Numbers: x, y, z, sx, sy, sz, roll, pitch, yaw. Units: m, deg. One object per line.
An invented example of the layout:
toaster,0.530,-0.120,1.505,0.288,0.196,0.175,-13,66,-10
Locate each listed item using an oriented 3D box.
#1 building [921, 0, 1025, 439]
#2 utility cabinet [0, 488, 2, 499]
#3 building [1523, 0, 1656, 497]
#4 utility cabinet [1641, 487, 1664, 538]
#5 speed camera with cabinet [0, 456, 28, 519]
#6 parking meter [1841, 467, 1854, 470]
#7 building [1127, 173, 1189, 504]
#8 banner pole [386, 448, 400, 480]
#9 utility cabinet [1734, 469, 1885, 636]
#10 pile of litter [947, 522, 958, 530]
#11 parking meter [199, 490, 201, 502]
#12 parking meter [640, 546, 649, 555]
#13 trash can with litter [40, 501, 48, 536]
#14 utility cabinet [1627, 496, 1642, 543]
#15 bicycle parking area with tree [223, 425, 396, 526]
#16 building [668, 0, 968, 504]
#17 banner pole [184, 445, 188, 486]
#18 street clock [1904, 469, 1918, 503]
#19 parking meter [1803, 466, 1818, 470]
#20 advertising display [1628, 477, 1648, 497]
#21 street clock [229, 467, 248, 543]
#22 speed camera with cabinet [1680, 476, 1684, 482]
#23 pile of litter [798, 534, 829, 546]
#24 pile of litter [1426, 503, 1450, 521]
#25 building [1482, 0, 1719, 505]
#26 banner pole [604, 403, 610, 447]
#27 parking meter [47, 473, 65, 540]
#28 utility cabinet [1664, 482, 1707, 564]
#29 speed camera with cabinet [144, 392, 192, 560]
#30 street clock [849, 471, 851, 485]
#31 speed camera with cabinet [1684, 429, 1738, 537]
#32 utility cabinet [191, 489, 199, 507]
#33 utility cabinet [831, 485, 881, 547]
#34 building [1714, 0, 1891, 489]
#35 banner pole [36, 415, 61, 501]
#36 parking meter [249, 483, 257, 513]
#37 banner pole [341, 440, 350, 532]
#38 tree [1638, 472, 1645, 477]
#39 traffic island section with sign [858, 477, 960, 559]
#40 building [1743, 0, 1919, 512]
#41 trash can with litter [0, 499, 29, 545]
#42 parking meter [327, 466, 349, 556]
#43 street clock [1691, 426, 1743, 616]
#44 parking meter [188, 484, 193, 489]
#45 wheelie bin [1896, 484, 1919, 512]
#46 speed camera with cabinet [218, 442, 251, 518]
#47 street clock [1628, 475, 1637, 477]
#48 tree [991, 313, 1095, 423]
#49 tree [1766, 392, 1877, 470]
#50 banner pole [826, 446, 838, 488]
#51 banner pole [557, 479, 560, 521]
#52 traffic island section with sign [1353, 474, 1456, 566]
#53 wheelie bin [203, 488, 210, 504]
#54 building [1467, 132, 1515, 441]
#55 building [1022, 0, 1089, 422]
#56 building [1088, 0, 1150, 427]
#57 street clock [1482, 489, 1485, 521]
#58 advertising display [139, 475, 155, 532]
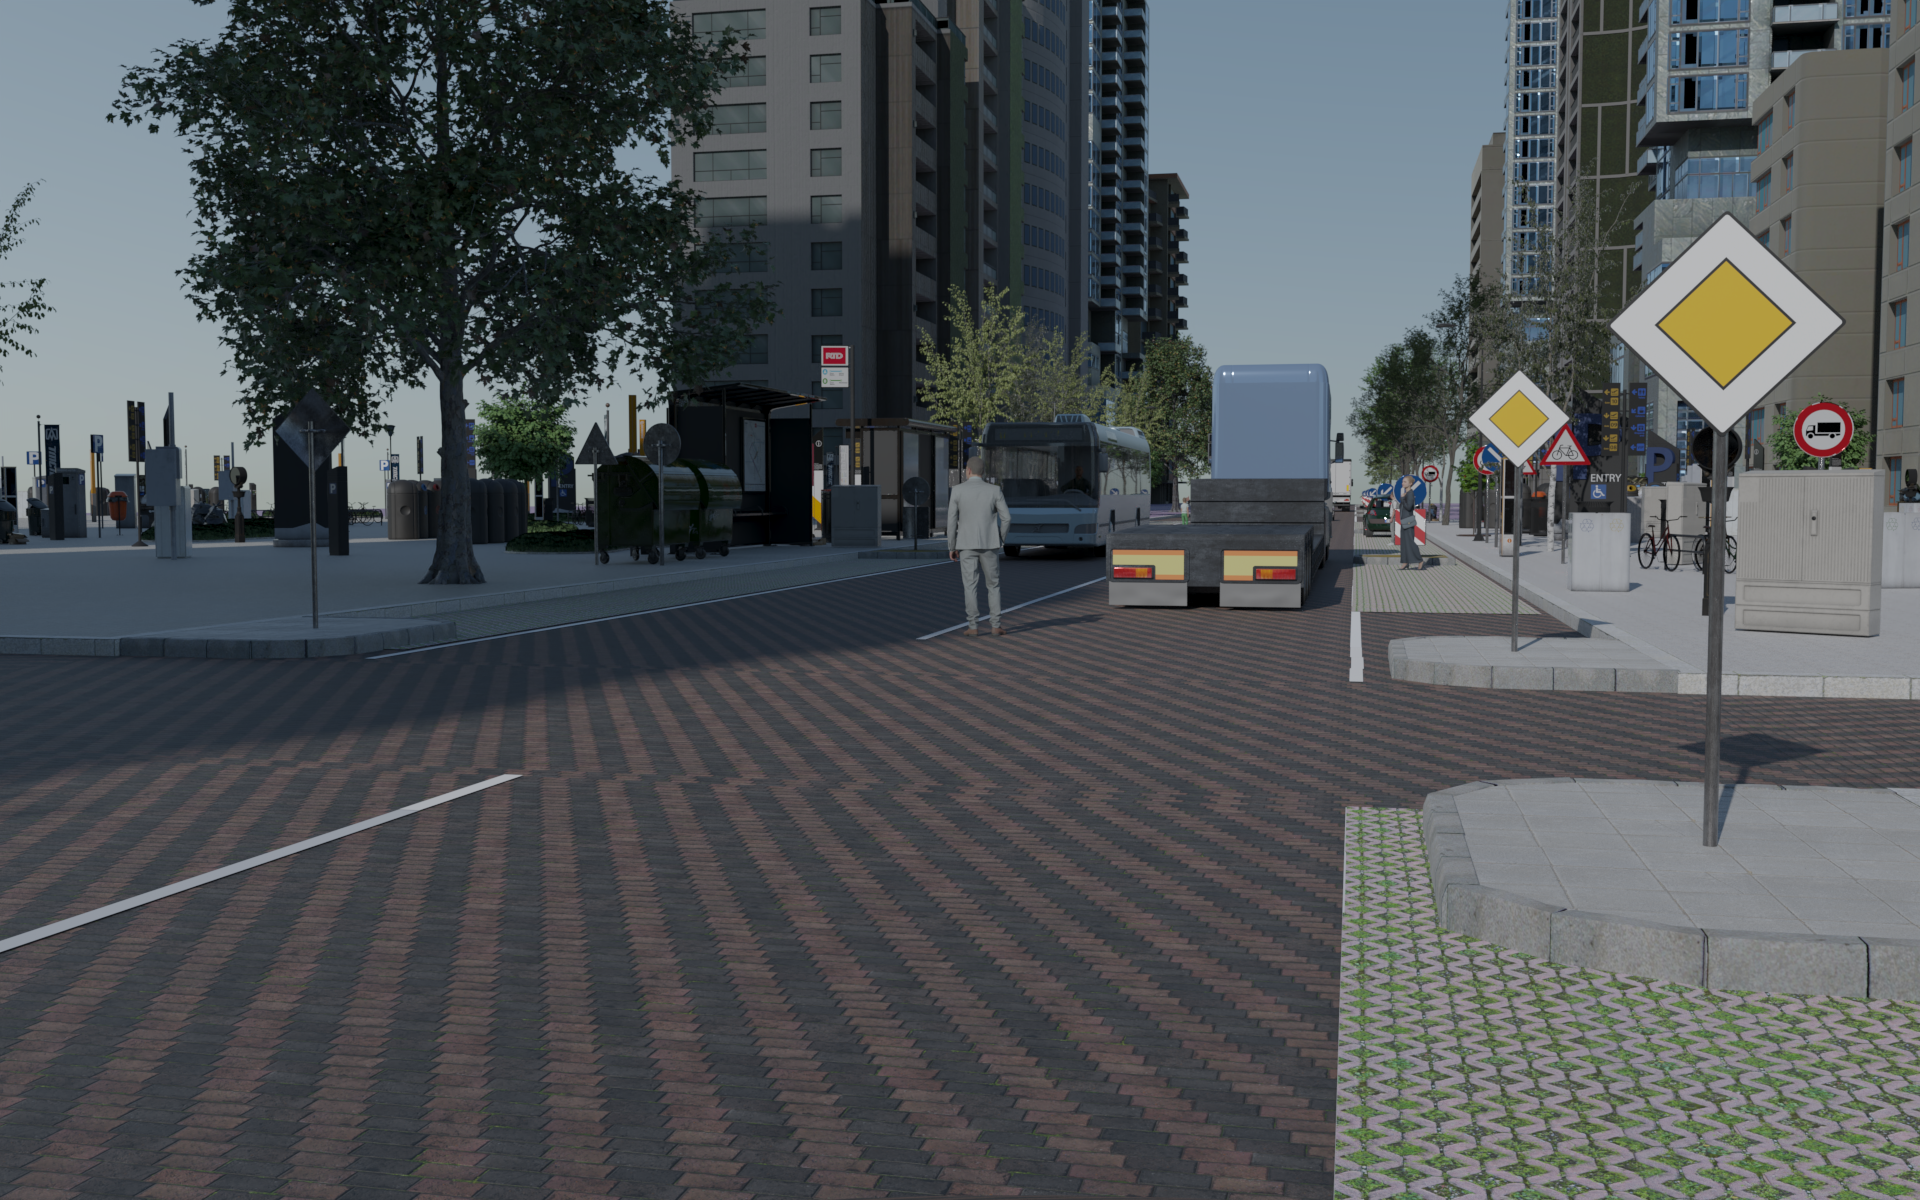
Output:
building,-3.886,-26.413,115.444,14.154,41.232,14.086,1,4,13
utility cabinet,-34.887,-3.307,62.750,0.318,1.500,1.173,3,5,43
building,55.944,-42.575,134.345,20.563,71.187,20.611,1,4,13
utility cabinet,20.474,-2.552,50.397,1.173,1.500,0.318,0,4,5
speed camera with cabinet,-49.117,-5.874,90.381,2.038,3.252,0.660,0,4,-5
parking meter,19.089,-1.944,37.490,0.399,1.863,0.255,0,4,6
building,18.839,-35.342,232.459,22.147,44.769,28.867,1,4,13
banner pole,-31.090,-6.414,94.893,0.863,3.779,0.401,0,4,-3
utility cabinet,7.767,-0.440,15.869,0.318,1.500,1.173,-3,5,-44
pile of litter,-0.748,-2.949,62.184,1.719,0.858,1.176,-1,4,-9
parking meter,-38.347,-4.813,87.101,0.372,1.533,0.369,0,3,0
parking meter,-6.655,-1.897,36.734,0.255,1.863,0.399,-1,4,-9
trash can with litter,-28.095,-2.552,53.115,1.055,1.170,0.624,1,4,20
utility cabinet,17.440,-2.116,45.766,1.020,1.237,0.306,1,4,12
bicycle parking area with tree,-25.909,-5.267,73.112,9.016,4.147,8.231,-3,5,-45
building,-7.885,-20.180,101.644,14.160,30.474,14.107,1,4,13
banner pole,-39.815,-6.061,89.117,0.401,3.779,0.863,-2,4,-30
street clock,27.362,-2.770,49.863,0.358,2.002,0.471,1,4,16
parking meter,17.750,-1.853,36.013,0.399,1.863,0.255,0,4,7
advertising display,25.196,-3.635,64.648,0.974,1.923,0.123,-1,4,-11
street clock,-19.014,-2.514,45.682,0.471,2.002,0.358,2,4,33
speed camera with cabinet,29.483,-4.565,68.969,0.660,3.252,2.038,-2,4,-25
pile of litter,-3.912,-1.830,43.889,1.176,0.858,1.719,0,4,5
pile of litter,22.692,-4.176,82.237,1.719,0.858,1.176,-2,4,-31
building,71.789,-54.248,199.621,22.319,86.520,31.000,1,4,13
banner pole,-9.749,-3.537,47.847,0.401,3.779,0.863,-1,4,-21
parking meter,-25.140,-2.597,48.169,0.399,1.863,0.255,3,4,36
utility cabinet,13.241,-1.399,31.551,0.318,1.500,1.173,3,5,42
speed camera with cabinet,-15.691,-2.445,34.310,0.660,3.252,2.038,-1,4,-17
street clock,-3.487,-3.037,54.221,0.358,2.002,0.471,-1,4,-9
speed camera with cabinet,23.238,-3.567,52.651,2.038,3.252,0.660,2,4,32
utility cabinet,-36.776,-4.516,82.522,1.173,1.500,0.318,2,4,28
utility cabinet,-2.502,-2.021,41.729,1.173,1.500,0.318,1,4,15
building,51.496,-48.632,107.809,22.319,86.520,31.000,1,4,13
banner pole,-28.806,-3.956,54.700,0.863,3.779,0.401,0,4,-5
parking meter,-36.522,-5.124,89.480,0.255,1.863,0.399,-3,5,-42
banner pole,-21.024,-4.224,59.074,0.401,3.779,0.863,-1,4,-12
tree,32.637,-5.321,81.594,1.663,3.219,1.824,0,3,0
traffic island section with sign,-1.073,-1.851,38.886,1.989,1.847,2.006,1,4,13
building,45.184,-13.125,59.635,27.650,21.520,28.899,1,4,13
trash can with litter,-24.227,-2.008,44.221,1.055,1.170,0.624,1,4,22
parking meter,-12.987,-1.863,36.165,0.399,1.863,0.255,2,4,33
street clock,7.944,-0.835,18.222,0.471,2.002,0.358,2,4,31
parking meter,-44.998,-5.851,101.370,0.255,1.863,0.399,-2,4,-25
wheelie bin,27.821,-2.613,50.629,0.693,1.594,0.980,0,4,3
speed camera with cabinet,-27.881,-4.417,66.551,0.660,3.252,2.038,0,4,-5
street clock,26.197,-3.850,67.517,0.358,2.002,0.471,-2,4,-29
tree,3.048,-7.329,70.199,4.360,8.622,3.978,0,3,0
tree,27.650,-4.398,55.628,4.285,4.588,4.351,0,3,0
banner pole,-6.594,-6.107,89.862,0.863,3.779,0.401,2,4,29
banner pole,-17.586,-5.246,75.796,0.401,3.779,0.863,0,4,-5
traffic island section with sign,9.114,-1.649,35.596,1.989,1.847,2.006,1,4,13
wheelie bin,-42.552,-5.494,97.738,0.693,1.594,0.980,1,4,12
building,78.259,-36.862,226.401,21.300,48.544,21.600,1,4,13
building,-2.353,-36.370,136.656,21.231,58.520,28.212,1,4,13
building,11.386,-54.389,201.936,22.319,86.520,31.000,1,4,13
street clock,25.019,-4.799,83.027,0.471,2.002,0.358,-1,4,-10
advertising display,-26.811,-3.207,57.655,0.974,1.923,0.123,-1,4,-23
